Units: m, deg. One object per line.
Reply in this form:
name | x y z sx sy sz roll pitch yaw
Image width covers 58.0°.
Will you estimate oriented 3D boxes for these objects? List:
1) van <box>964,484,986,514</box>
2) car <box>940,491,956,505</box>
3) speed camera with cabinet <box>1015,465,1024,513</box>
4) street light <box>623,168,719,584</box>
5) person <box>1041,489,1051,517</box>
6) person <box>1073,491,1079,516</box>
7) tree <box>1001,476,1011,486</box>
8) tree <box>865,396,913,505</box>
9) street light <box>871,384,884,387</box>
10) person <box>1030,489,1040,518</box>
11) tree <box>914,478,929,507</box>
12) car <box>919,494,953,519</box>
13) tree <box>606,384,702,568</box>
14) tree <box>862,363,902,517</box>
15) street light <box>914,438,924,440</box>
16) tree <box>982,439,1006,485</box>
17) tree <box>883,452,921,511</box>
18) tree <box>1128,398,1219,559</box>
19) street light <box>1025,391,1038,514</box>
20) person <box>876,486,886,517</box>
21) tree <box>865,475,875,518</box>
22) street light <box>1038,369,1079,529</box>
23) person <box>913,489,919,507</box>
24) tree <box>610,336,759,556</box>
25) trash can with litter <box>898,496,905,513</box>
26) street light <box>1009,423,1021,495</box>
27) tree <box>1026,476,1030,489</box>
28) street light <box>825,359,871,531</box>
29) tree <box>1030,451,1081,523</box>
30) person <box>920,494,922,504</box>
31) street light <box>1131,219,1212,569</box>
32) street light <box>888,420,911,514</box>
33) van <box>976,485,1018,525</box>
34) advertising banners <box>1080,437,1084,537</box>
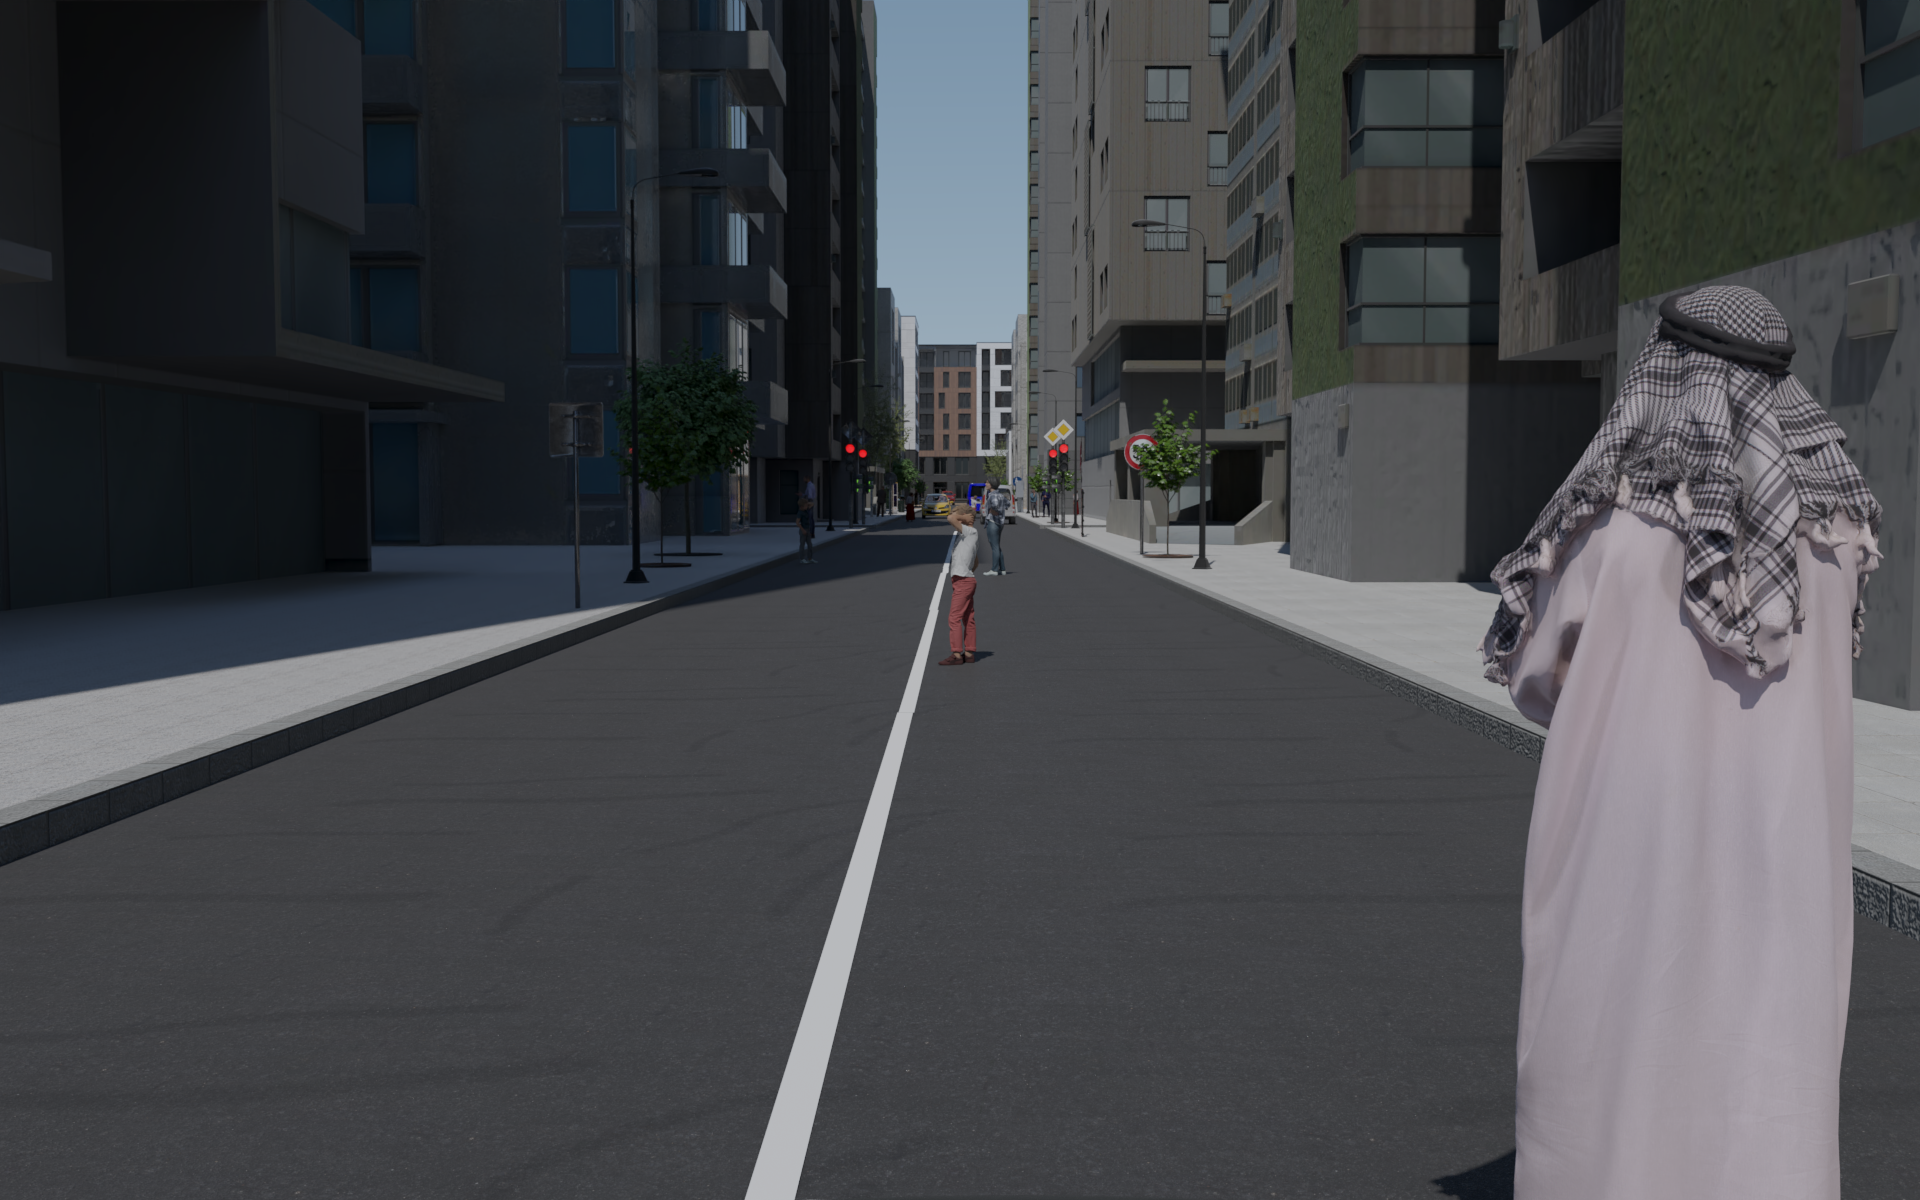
van | 1.359 -6.073 103.683 2.240 2.365 5.245 0 3 0
car | -1.699 -13.056 222.139 2.281 1.827 5.304 0 4 -1
speed camera with cabinet | 4.126 -7.710 120.393 0.660 3.252 2.038 0 4 1
street light | -4.129 -3.197 24.813 1.470 5.913 1.316 0 4 0
person | 4.693 -5.391 94.889 0.576 1.737 0.504 0 4 8
person | 6.912 -5.785 103.091 0.387 1.526 0.523 0 4 -8
tree | 4.696 -11.637 184.860 1.663 3.219 1.824 0 3 0
tree | -5.430 -10.946 129.322 4.737 8.622 4.395 0 3 0
street light | -3.925 -6.175 73.508 1.470 5.913 1.316 0 4 0
person | 4.001 -5.194 93.183 0.499 1.552 0.429 -1 4 -11
tree | -4.000 -11.148 176.863 1.663 3.219 1.824 0 3 0
car | -1.399 -5.615 102.023 2.015 1.641 3.980 0 4 -1
tree | -5.390 -2.194 30.474 1.663 3.219 1.824 0 3 0
tree | -5.044 -8.975 97.103 4.360 8.622 3.978 0 3 0
street light | -3.664 -10.469 143.703 1.470 5.913 1.316 0 4 0
tree | 5.086 -16.844 225.763 4.737 8.622 4.395 0 3 0
tree | -4.713 -9.271 135.300 4.285 4.588 4.351 0 3 0
tree | 4.111 -2.469 34.968 1.663 3.219 1.824 0 3 0
street light | 3.787 -6.463 78.207 1.470 5.913 1.316 0 4 0
person | -4.440 -5.549 97.459 0.565 1.739 0.600 -2 4 -26
tree | -5.602 -5.959 92.028 1.663 3.219 1.824 0 3 0
street light | 3.763 -5.619 64.417 1.470 5.913 1.316 0 4 0
person | -4.412 -10.033 170.596 0.721 1.766 1.217 -2 4 -35
tree | -5.705 -3.216 36.295 4.285 4.588 4.351 0 3 0
trash can with litter | -4.094 -6.636 119.884 0.624 1.170 1.055 0 3 0
street light | 3.927 -8.601 113.168 1.470 5.913 1.316 0 4 0
tree | 4.437 -6.329 98.088 1.663 3.219 1.824 0 3 0
street light | -3.943 -5.335 59.774 1.470 5.913 1.316 0 4 0
tree | 4.327 -5.009 76.492 1.663 3.219 1.824 0 3 0
person | -5.183 -13.373 224.705 0.705 1.822 1.348 -2 4 -28
street light | 3.600 -3.481 29.457 1.470 5.913 1.316 0 4 0
street light | -3.834 -8.328 108.702 1.470 5.913 1.316 0 4 0
van | 1.792 -4.634 82.782 2.013 2.044 4.112 0 4 0
advertising banners | 3.697 -3.442 52.457 0.090 3.025 2.074 0 4 2
